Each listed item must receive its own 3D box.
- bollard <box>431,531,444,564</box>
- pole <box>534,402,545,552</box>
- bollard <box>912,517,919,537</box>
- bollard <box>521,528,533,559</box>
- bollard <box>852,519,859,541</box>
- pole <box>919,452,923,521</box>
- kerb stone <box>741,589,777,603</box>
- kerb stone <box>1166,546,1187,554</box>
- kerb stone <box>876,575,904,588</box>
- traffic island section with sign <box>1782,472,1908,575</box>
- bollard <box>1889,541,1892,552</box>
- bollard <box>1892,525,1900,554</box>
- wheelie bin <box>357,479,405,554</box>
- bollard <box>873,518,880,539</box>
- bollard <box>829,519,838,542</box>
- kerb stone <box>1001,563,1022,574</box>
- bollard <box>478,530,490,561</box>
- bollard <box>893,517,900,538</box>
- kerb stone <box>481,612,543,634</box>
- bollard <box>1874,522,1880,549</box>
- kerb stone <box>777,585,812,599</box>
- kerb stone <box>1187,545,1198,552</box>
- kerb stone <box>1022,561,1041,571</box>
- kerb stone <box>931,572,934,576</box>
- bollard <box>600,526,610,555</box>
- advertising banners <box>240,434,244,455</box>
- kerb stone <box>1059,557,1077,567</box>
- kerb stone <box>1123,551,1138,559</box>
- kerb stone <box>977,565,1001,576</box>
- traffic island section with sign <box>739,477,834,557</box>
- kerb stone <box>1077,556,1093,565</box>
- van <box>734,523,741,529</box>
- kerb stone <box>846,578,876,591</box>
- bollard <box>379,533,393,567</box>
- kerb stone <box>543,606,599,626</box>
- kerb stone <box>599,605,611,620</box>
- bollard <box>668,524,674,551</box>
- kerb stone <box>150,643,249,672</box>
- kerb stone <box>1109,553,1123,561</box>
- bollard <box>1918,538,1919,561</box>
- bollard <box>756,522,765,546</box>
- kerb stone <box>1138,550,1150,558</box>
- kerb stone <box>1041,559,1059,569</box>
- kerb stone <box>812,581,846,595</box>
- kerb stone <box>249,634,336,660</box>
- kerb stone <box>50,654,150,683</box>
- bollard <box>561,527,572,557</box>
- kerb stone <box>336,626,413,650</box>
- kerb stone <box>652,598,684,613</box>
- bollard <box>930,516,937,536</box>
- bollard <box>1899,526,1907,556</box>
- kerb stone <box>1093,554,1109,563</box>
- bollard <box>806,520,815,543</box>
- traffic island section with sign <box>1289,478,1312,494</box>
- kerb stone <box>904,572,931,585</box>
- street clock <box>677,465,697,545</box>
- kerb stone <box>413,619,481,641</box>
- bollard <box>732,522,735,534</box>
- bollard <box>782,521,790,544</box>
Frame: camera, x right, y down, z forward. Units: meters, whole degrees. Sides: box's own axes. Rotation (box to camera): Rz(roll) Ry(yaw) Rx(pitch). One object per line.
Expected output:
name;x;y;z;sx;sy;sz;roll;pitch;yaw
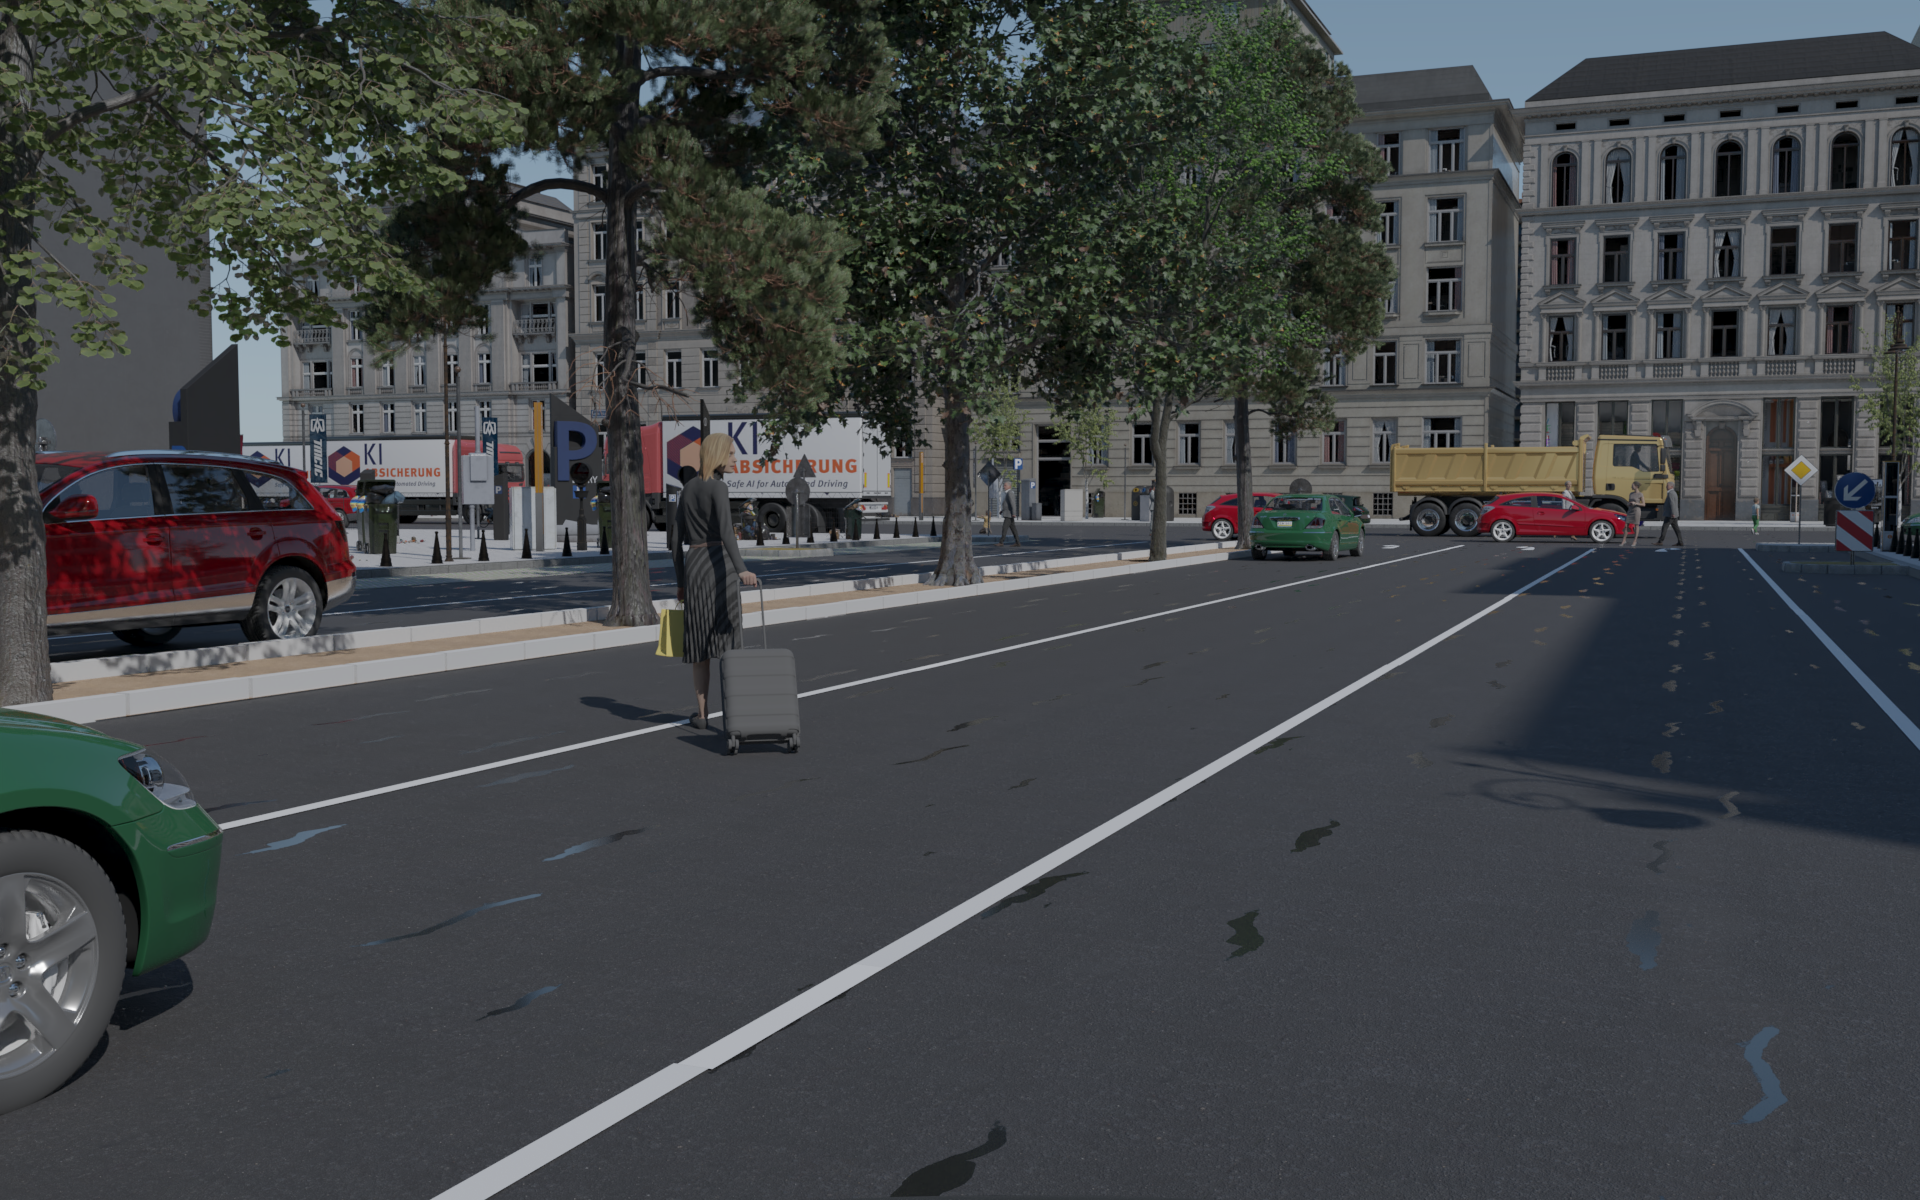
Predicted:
bollard;-9.631;-0.969;31.880;0.229;0.601;0.229;0;3;0
pole;-9.382;-2.738;38.614;0.158;3.312;0.155;0;3;0
bollard;-1.326;-2.175;51.601;0.229;0.601;0.229;0;3;0
bollard;-8.598;-1.120;34.351;0.229;0.601;0.229;0;3;0
bollard;-2.887;-1.949;47.912;0.229;0.601;0.229;0;3;0
pole;-1.888;-5.516;84.022;0.158;3.312;0.155;0;3;0
kerb stone;-2.748;-0.041;22.862;0.120;0.150;1.000;1;4;23
kerb stone;5.220;-1.200;41.812;0.120;0.150;1.000;1;4;23
kerb stone;-1.161;-0.272;26.651;0.120;0.150;1.000;1;4;23
traffic island section with sign;16.294;-1.424;31.919;1.989;1.847;2.006;1;4;23
bollard;20.605;-1.353;38.170;0.229;0.601;0.229;0;3;0
bollard;20.085;-1.278;36.940;0.229;0.601;0.229;0;3;0
wheelie bin;-12.397;-1.789;37.158;0.980;1.594;0.693;-2;4;-30
bollard;-2.362;-2.024;49.140;0.229;0.601;0.229;0;3;0
bollard;-3.406;-1.874;46.678;0.229;0.601;0.229;0;3;0
kerb stone;0.845;-0.563;31.395;0.120;0.150;1.000;1;4;23
bollard;-9.112;-1.044;33.115;0.229;0.601;0.229;0;3;0
bollard;-1.848;-2.100;50.372;0.229;0.601;0.229;0;3;0
kerb stone;-4.747;0.249;18.130;0.120;0.150;1.000;1;4;23
bollard;21.641;-1.504;40.631;0.229;0.601;0.229;0;3;0
kerb stone;-2.357;-0.091;23.811;0.120;0.150;1.000;1;4;23
kerb stone;5.623;-1.257;42.755;0.120;0.150;1.000;1;4;23
kerb stone;1.232;-0.620;32.346;0.120;0.150;1.000;1;4;23
kerb stone;-0.363;-0.388;28.547;0.120;0.150;1.000;1;4;23
bollard;-7.558;-1.271;36.815;0.229;0.601;0.229;0;3;0
advertising banners;-21.874;-3.358;51.093;2.074;3.025;0.090;2;4;24
kerb stone;2.035;-0.736;34.234;0.120;0.150;1.000;1;4;23
kerb stone;3.638;-0.968;38.026;0.120;0.150;1.000;1;4;23
kerb stone;0.436;-0.505;30.455;0.120;0.150;1.000;1;4;23
traffic island section with sign;-4.035;-1.935;40.266;1.989;1.847;2.006;1;4;23
kerb stone;2.437;-0.792;35.178;0.120;0.150;1.000;1;4;23
van;-9.849;-3.706;67.611;4.112;2.044;2.013;1;4;21
kerb stone;-1.551;-0.214;25.702;0.120;0.150;1.000;1;4;23
bollard;-10.158;-0.893;30.640;0.229;0.601;0.229;0;3;0
kerb stone;-4.346;0.191;19.078;0.120;0.150;1.000;1;4;23
kerb stone;-3.948;0.133;20.024;0.120;0.150;1.000;1;4;23
bollard;-6.518;-1.422;39.286;0.229;0.601;0.229;0;3;0
kerb stone;-6.339;0.488;14.338;0.120;0.150;1.000;1;4;23
kerb stone;3.235;-0.906;37.072;0.120;0.150;1.000;1;4;23
bollard;19.051;-1.128;34.478;0.229;0.601;0.229;0;3;0
bollard;-4.960;-1.648;42.979;0.229;0.601;0.229;0;3;0
kerb stone;4.028;-1.026;38.975;0.120;0.150;1.000;1;4;23
kerb stone;1.637;-0.678;33.288;0.120;0.150;1.000;1;4;23
kerb stone;-1.951;-0.156;24.752;0.120;0.150;1.000;1;4;23
kerb stone;-5.939;0.422;15.290;0.120;0.150;1.000;1;4;23
kerb stone;-6.737;0.539;13.392;0.120;0.150;1.000;1;4;23
bollard;-8.076;-1.195;35.580;0.229;0.601;0.229;0;3;0
kerb stone;-5.542;0.367;16.236;0.120;0.150;1.000;1;4;23
kerb stone;-3.552;0.075;20.971;0.120;0.150;1.000;1;4;23
bollard;-0.812;-2.251;52.838;0.229;0.601;0.229;0;3;0
bollard;19.570;-1.203;35.708;0.229;0.601;0.229;0;3;0
kerb stone;2.834;-0.852;36.128;0.120;0.150;1.000;1;4;23
bollard;-3.925;-1.799;45.448;0.229;0.601;0.229;0;3;0
traffic island section with sign;9.564;-2.520;49.346;2.006;1.907;1.989;1;4;23
kerb stone;-0.759;-0.329;27.598;0.120;0.150;1.000;1;4;23
street clock;-6.904;-2.404;43.881;0.471;2.002;0.358;-1;4;-19
kerb stone;-5.144;0.314;17.182;0.120;0.150;1.000;1;4;23
bollard;-5.479;-1.572;41.749;0.229;0.601;0.229;0;3;0
bollard;-4.444;-1.723;44.219;0.229;0.601;0.229;0;3;0
